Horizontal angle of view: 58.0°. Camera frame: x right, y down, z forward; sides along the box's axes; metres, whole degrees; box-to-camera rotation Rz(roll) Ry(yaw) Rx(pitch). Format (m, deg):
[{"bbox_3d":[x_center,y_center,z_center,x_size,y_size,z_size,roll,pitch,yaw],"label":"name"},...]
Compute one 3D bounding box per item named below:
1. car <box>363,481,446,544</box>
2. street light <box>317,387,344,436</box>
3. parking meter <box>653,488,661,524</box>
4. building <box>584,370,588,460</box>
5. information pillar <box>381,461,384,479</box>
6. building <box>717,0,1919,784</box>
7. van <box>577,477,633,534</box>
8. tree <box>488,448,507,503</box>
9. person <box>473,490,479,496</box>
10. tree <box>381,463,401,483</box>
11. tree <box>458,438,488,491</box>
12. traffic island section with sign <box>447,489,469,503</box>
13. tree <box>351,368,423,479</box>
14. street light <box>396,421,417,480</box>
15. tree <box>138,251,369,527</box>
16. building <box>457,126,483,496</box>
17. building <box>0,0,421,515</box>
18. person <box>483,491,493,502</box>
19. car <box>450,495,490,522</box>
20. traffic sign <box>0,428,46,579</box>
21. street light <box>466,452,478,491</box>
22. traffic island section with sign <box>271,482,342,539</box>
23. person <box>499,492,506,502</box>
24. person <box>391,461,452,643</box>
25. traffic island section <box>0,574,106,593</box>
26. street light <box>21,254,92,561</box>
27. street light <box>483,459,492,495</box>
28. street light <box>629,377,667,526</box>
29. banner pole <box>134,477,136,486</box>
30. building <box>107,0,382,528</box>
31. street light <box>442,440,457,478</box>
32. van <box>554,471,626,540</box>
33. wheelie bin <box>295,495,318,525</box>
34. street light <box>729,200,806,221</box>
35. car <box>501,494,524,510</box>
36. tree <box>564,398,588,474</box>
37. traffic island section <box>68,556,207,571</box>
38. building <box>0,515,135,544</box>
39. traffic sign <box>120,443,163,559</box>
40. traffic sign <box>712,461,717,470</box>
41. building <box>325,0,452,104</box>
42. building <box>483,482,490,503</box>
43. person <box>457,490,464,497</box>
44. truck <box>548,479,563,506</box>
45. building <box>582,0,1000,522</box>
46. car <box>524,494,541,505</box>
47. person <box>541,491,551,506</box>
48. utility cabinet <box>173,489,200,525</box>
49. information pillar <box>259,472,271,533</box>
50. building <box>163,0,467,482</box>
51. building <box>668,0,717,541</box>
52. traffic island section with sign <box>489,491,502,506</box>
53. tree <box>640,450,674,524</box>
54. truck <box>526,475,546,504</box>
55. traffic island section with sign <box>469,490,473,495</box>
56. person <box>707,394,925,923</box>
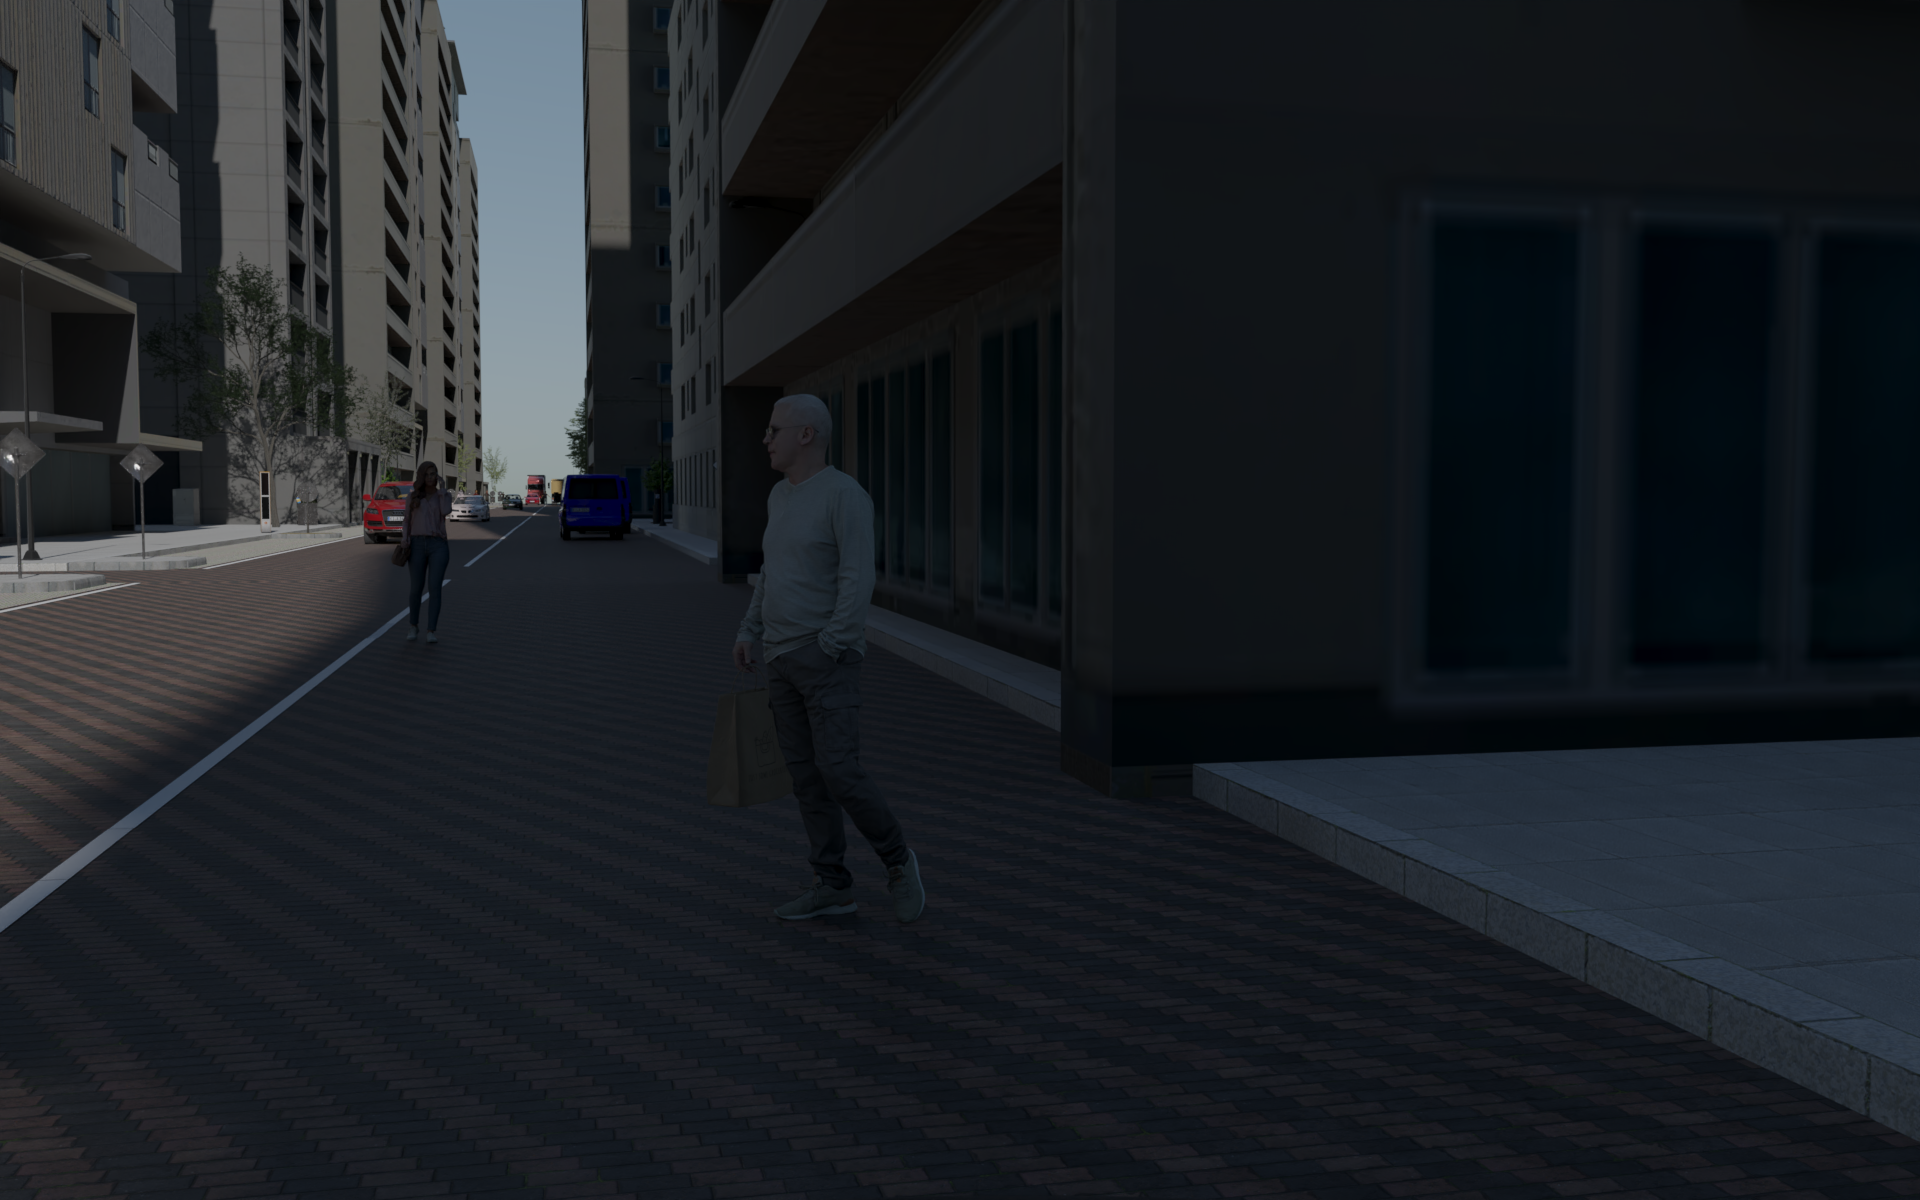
[{"bbox_3d":[-16.399,-2.606,51.279,2.281,1.827,5.304,-1,4,-13],"label":"car"},{"bbox_3d":[-27.012,-6.235,74.478,1.470,5.913,1.316,-1,4,-13],"label":"street light"},{"bbox_3d":[-12.941,-4.013,74.024,0.372,1.533,0.369,0,3,0],"label":"parking meter"},{"bbox_3d":[-40.777,-25.036,254.369,27.650,21.520,28.899,-1,4,-13],"label":"building"},{"bbox_3d":[-34.951,-6.914,104.400,0.504,3.616,0.183,1,4,18],"label":"information pillar"},{"bbox_3d":[8.737,-24.193,19.254,21.300,48.544,21.600,-1,4,-13],"label":"building"},{"bbox_3d":[-13.288,-3.670,64.382,2.240,2.365,5.245,-1,4,-14],"label":"van"},{"bbox_3d":[-70.572,-19.083,262.368,4.737,8.622,4.395,0,3,0],"label":"tree"},{"bbox_3d":[-44.742,-9.283,160.234,0.705,1.831,1.348,2,4,34],"label":"person"},{"bbox_3d":[-35.004,-6.816,106.047,1.663,3.219,1.824,0,3,0],"label":"tree"},{"bbox_3d":[-53.131,-14.146,181.643,4.737,8.622,4.395,0,3,0],"label":"tree"},{"bbox_3d":[-38.440,-7.486,131.022,1.989,1.847,2.006,-1,4,-13],"label":"traffic island section with sign"},{"bbox_3d":[-33.550,-9.204,100.847,4.360,8.622,3.978,0,3,0],"label":"tree"},{"bbox_3d":[-34.739,-8.327,108.691,1.470,5.913,1.316,-1,4,-13],"label":"street light"},{"bbox_3d":[-26.665,-8.090,66.688,7.601,10.594,8.767,2,4,33],"label":"tree"},{"bbox_3d":[-73.067,-36.605,222.200,21.300,48.544,21.600,-1,4,-13],"label":"building"},{"bbox_3d":[-57.166,-33.501,136.978,28.713,52.752,27.495,-1,4,-13],"label":"building"},{"bbox_3d":[-49.118,-10.475,179.897,1.348,1.807,0.705,-3,5,-41],"label":"person"},{"bbox_3d":[-25.578,-4.774,90.419,2.083,1.381,4.827,-1,4,-12],"label":"car"},{"bbox_3d":[-14.226,-1.377,26.159,0.795,2.450,0.064,-1,4,-13],"label":"traffic sign"},{"bbox_3d":[-53.407,-13.256,189.280,1.470,5.913,1.316,-1,4,-13],"label":"street light"},{"bbox_3d":[-21.199,-2.915,56.292,1.989,1.847,2.006,-1,4,-13],"label":"traffic island section with sign"},{"bbox_3d":[-62.034,-13.826,235.371,1.217,1.723,0.721,0,4,5],"label":"person"},{"bbox_3d":[-5.225,-0.477,16.881,0.593,1.750,0.643,-1,4,-10],"label":"person"},{"bbox_3d":[-14.247,-0.241,26.216,2.009,0.180,2.903,-1,4,-13],"label":"traffic island section"},{"bbox_3d":[-17.458,-3.728,33.495,1.470,5.913,1.316,-1,4,-13],"label":"street light"},{"bbox_3d":[-62.770,-15.747,230.001,1.470,5.913,1.316,-1,4,-13],"label":"street light"},{"bbox_3d":[-12.381,-5.887,68.795,1.470,5.913,1.316,-1,4,-13],"label":"street light"},{"bbox_3d":[-32.838,-4.811,68.669,0.401,3.779,0.863,0,4,-2],"label":"banner pole"},{"bbox_3d":[-38.282,-39.199,79.155,20.563,71.187,20.611,-1,4,-13],"label":"building"},{"bbox_3d":[-44.085,-10.818,149.416,1.470,5.913,1.316,-1,4,-13],"label":"street light"},{"bbox_3d":[-11.852,-3.129,55.538,2.240,2.365,5.245,-1,4,-14],"label":"van"},{"bbox_3d":[-26.729,-3.858,70.982,0.693,1.594,0.980,1,4,18],"label":"wheelie bin"},{"bbox_3d":[-2.952,-3.370,27.637,1.470,5.913,1.316,-1,4,-13],"label":"street light"},{"bbox_3d":[-40.586,-9.015,157.187,2.009,1.686,4.222,-1,4,-13],"label":"car"},{"bbox_3d":[-40.177,-16.705,191.255,7.486,12.596,7.792,0,3,0],"label":"tree"},{"bbox_3d":[-16.042,-0.717,33.997,2.009,0.180,2.903,-1,4,-13],"label":"traffic island section"},{"bbox_3d":[-36.586,-27.765,43.195,28.713,52.752,27.495,-1,4,-13],"label":"building"},{"bbox_3d":[-16.021,-1.853,33.940,0.795,2.450,0.064,-1,4,-13],"label":"traffic sign"},{"bbox_3d":[-4.815,-2.009,36.494,0.795,2.450,0.064,-1,4,-13],"label":"traffic sign"},{"bbox_3d":[-58.913,-32.915,161.854,21.300,48.544,21.600,-1,4,-13],"label":"building"},{"bbox_3d":[-83.402,-33.739,243.516,32.217,40.220,23.993,-1,4,-13],"label":"building"},{"bbox_3d":[-36.312,-7.145,125.996,0.551,1.740,0.621,-2,4,-24],"label":"person"},{"bbox_3d":[-50.303,-13.628,218.747,3.469,3.379,9.791,-1,4,-13],"label":"truck"},{"bbox_3d":[-10.824,-29.161,100.489,21.300,48.544,21.600,-1,4,-13],"label":"building"},{"bbox_3d":[-55.103,-13.102,223.259,2.155,1.783,4.494,-1,4,-12],"label":"car"},{"bbox_3d":[-49.787,-12.214,208.204,1.348,1.822,0.705,1,4,18],"label":"person"},{"bbox_3d":[-31.276,-3.750,69.984,1.173,1.500,0.318,2,4,26],"label":"utility cabinet"},{"bbox_3d":[-22.855,-3.209,56.959,0.304,2.012,0.304,-2,4,-26],"label":"information pillar"},{"bbox_3d":[-71.277,-37.193,197.341,28.713,52.752,27.495,-1,4,-13],"label":"building"},{"bbox_3d":[6.339,-12.812,54.509,28.899,21.520,27.650,-1,4,-13],"label":"building"},{"bbox_3d":[-57.022,-12.414,211.599,1.989,1.847,2.006,-1,4,-13],"label":"traffic island section with sign"},{"bbox_3d":[-13.146,-4.955,75.608,1.663,3.219,1.824,0,3,0],"label":"tree"},{"bbox_3d":[-62.060,-16.202,253.819,2.839,4.237,11.283,-1,4,-12],"label":"truck"},{"bbox_3d":[-44.608,-9.122,157.773,1.989,1.847,2.006,-1,4,-13],"label":"traffic island section with sign"},{"bbox_3d":[-0.514,0.187,5.937,0.515,1.767,0.782,-3,5,-40],"label":"person"}]
